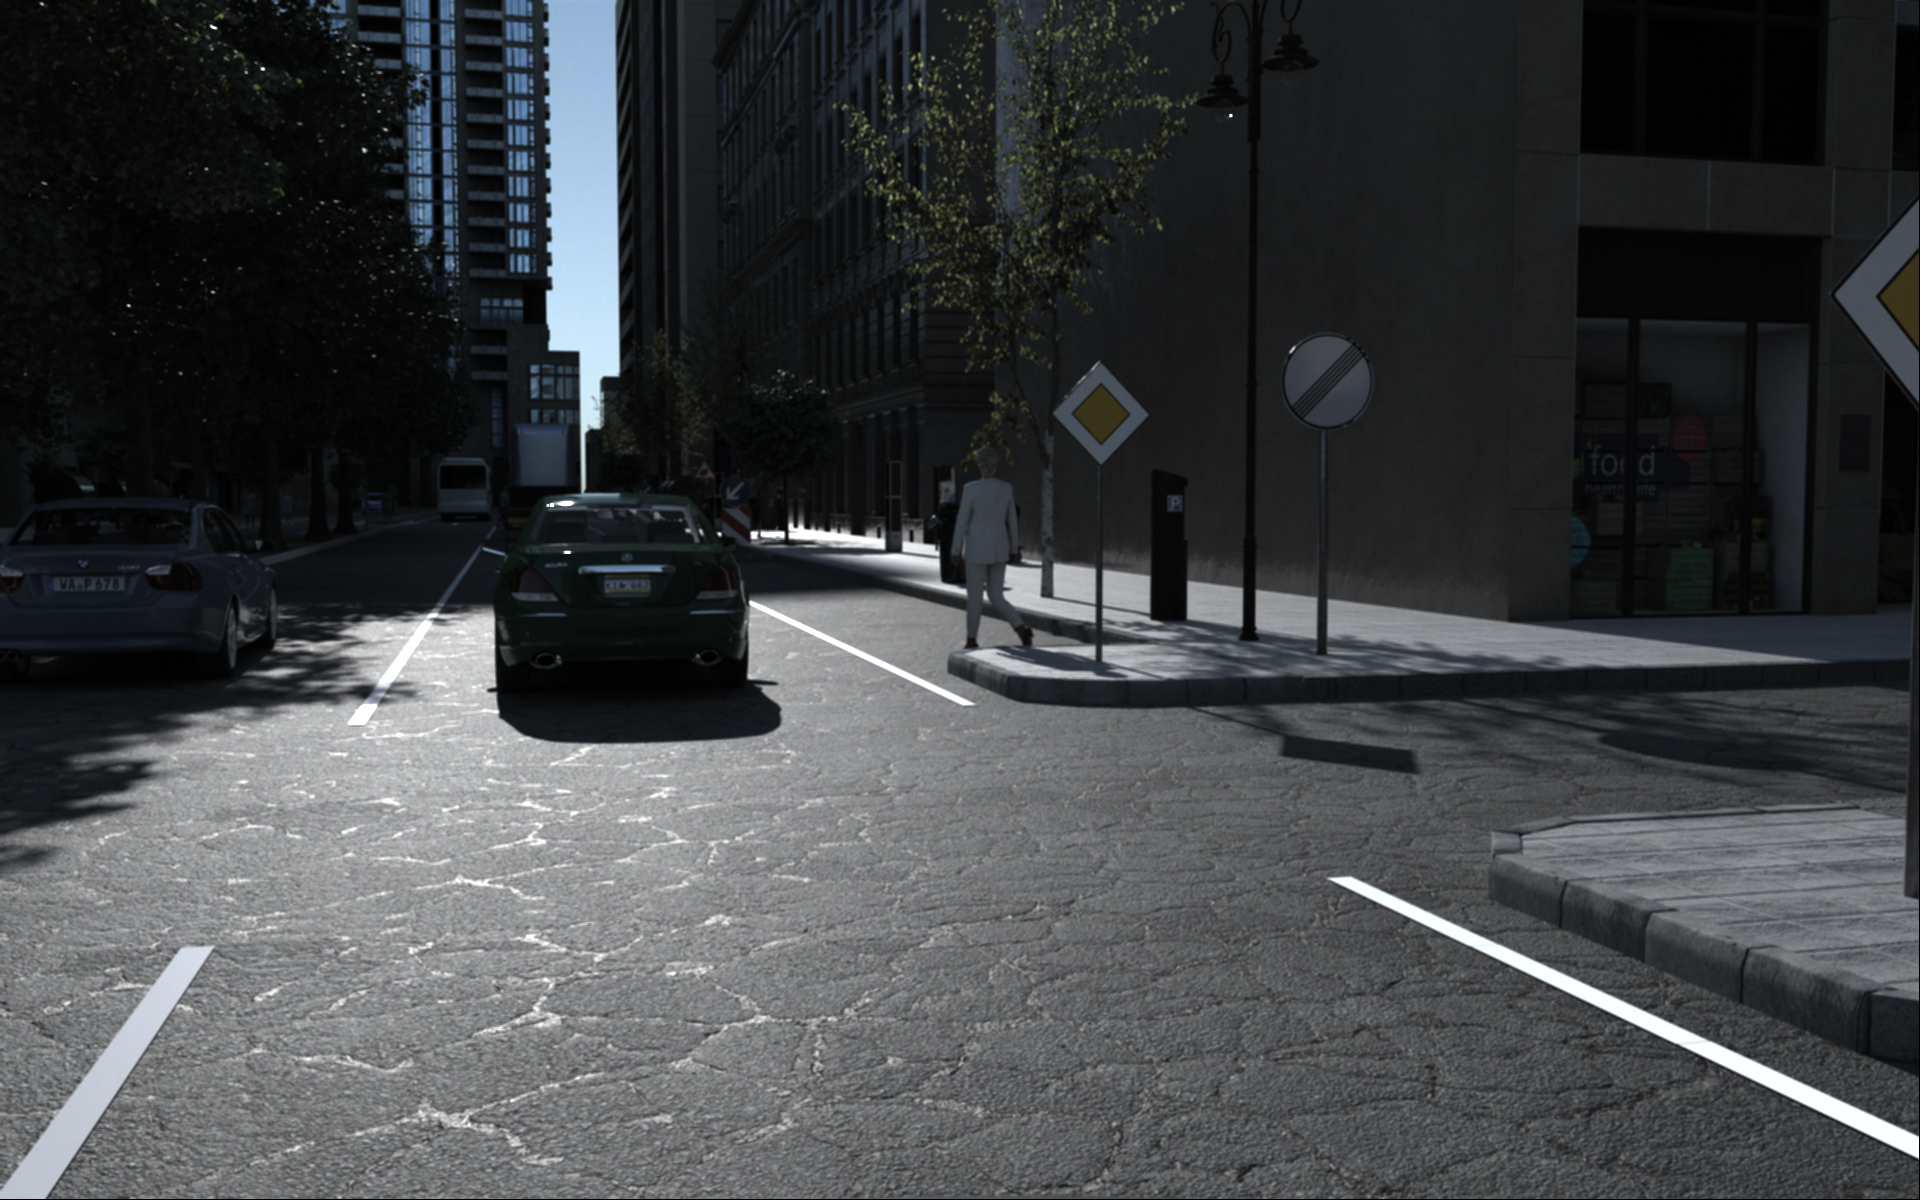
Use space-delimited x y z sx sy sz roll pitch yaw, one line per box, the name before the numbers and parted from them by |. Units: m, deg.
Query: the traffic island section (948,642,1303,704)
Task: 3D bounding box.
traffic island section | 1.082 0.550 13.285 2.009 0.180 2.903 -1 4 -14

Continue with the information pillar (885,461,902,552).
information pillar | -1.470 -2.075 38.415 0.304 2.012 0.304 -2 4 -23

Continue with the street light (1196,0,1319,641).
street light | 2.536 -2.583 15.024 0.468 5.910 1.993 -1 4 -14

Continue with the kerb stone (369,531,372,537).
kerb stone | -19.806 -2.174 57.743 0.120 0.150 1.000 -1 4 -14

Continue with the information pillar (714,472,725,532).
information pillar | -8.146 -3.319 58.753 0.304 2.012 0.304 0 4 6

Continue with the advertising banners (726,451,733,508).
advertising banners | -8.813 -4.296 66.421 0.090 3.025 2.074 0 4 -1

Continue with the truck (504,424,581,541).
truck | -14.704 -4.369 61.199 2.967 4.110 18.799 -1 4 -14

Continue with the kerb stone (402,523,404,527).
kerb stone | -23.856 -3.146 73.634 0.120 0.150 1.000 -1 4 -14

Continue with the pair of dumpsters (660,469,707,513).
pair of dumpsters | -10.996 -4.065 68.951 1.574 2.255 4.437 -1 4 -14

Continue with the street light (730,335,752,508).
street light | -6.383 -4.760 50.607 0.468 5.910 1.993 -1 4 -14

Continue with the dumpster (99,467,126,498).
dumpster | -30.567 -3.645 62.091 1.502 2.255 1.985 -1 4 -14

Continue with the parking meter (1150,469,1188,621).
parking meter | 2.128 -0.564 17.630 0.372 1.533 0.369 0 3 0

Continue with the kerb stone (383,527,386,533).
kerb stone | -21.322 -2.535 63.699 0.120 0.150 1.000 -1 4 -14

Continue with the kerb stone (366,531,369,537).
kerb stone | -19.551 -2.112 56.742 0.120 0.150 1.000 -1 4 -14

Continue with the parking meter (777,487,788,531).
parking meter | -6.169 -3.176 60.336 0.372 1.533 0.369 0 3 0

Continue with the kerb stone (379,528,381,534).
kerb stone | -20.818 -2.417 61.717 0.120 0.150 1.000 -1 4 -14

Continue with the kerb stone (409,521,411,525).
kerb stone | -25.130 -3.451 78.615 0.120 0.150 1.000 -1 4 -14

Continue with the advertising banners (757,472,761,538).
advertising banners | -5.982 -3.391 51.631 0.090 3.025 2.074 0 4 -5

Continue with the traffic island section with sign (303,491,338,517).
traffic island section with sign | -39.804 -6.072 107.905 1.989 1.847 2.006 -1 4 -14

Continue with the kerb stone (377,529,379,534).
kerb stone | -20.565 -2.357 60.726 0.120 0.150 1.000 -1 4 -14

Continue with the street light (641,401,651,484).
street light | -15.552 -6.932 86.127 0.468 5.910 1.993 -1 4 -14

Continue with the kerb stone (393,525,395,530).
kerb stone | -22.595 -2.842 68.658 0.120 0.150 1.000 -1 4 -14

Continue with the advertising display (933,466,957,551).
advertising display | -0.339 -2.106 39.653 0.123 1.923 0.974 2 4 26

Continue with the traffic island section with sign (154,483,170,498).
traffic island section with sign | -27.405 -3.096 59.254 1.989 1.847 2.006 -1 4 -14

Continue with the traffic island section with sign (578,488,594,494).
traffic island section with sign | -24.132 -6.328 112.083 1.989 1.847 2.006 -1 4 -14

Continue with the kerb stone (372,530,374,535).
kerb stone | -20.054 -2.235 58.736 0.120 0.150 1.000 -1 4 -14

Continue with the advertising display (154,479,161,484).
advertising display | -34.189 -4.160 73.225 0.974 1.923 0.123 1 4 22

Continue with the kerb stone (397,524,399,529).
kerb stone | -23.103 -2.963 70.660 0.120 0.150 1.000 -1 4 -14

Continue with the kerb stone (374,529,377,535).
kerb stone | -20.309 -2.296 59.734 0.120 0.150 1.000 -1 4 -14

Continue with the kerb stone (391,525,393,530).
kerb stone | -22.332 -2.781 67.663 0.120 0.150 1.000 -1 4 -14

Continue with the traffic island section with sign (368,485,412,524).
traffic island section with sign | -27.400 -4.593 83.233 2.006 1.907 1.989 -1 4 -14

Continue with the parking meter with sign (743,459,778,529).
parking meter with sign | -7.378 -4.130 63.782 0.543 3.016 1.738 2 4 28

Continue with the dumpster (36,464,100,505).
dumpster | -29.216 -3.301 56.459 1.502 2.255 1.985 -1 4 -14

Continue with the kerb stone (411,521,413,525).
kerb stone | -25.377 -3.511 79.618 0.120 0.150 1.000 -1 4 -14

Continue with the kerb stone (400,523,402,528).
kerb stone | -23.604 -3.081 72.643 0.120 0.150 1.000 -1 4 -14

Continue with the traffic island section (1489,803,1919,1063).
traffic island section | 3.056 1.024 5.547 2.009 0.180 2.903 -1 4 -14

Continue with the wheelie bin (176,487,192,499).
wheelie bin | -34.733 -4.260 77.564 0.693 1.594 0.980 -2 4 -26

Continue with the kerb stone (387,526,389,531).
kerb stone | -21.832 -2.659 65.679 0.120 0.150 1.000 -1 4 -14

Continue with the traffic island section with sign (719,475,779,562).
traffic island section with sign | -5.017 -1.745 37.157 1.989 1.847 2.006 -1 4 -14

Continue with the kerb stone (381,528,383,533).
kerb stone | -21.074 -2.478 62.707 0.120 0.150 1.000 -1 4 -14

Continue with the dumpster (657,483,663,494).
dumpster | -11.948 -4.070 72.305 1.264 1.857 1.865 -1 4 -14

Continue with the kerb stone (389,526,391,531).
kerb stone | -22.084 -2.720 66.671 0.120 0.150 1.000 -1 4 -14

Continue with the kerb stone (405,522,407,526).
kerb stone | -24.371 -3.265 75.628 0.120 0.150 1.000 -1 4 -14

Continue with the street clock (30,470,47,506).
street clock | -28.074 -2.950 52.800 0.471 2.002 0.358 2 4 28

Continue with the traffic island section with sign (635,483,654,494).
traffic island section with sign | -11.674 -3.343 63.280 1.989 1.847 2.006 -1 4 -14

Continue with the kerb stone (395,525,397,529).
kerb stone | -22.847 -2.894 69.661 0.120 0.150 1.000 -1 4 -14

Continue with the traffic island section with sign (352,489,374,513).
traffic island section with sign | -46.473 -7.670 134.026 1.989 1.847 2.006 -1 4 -14
